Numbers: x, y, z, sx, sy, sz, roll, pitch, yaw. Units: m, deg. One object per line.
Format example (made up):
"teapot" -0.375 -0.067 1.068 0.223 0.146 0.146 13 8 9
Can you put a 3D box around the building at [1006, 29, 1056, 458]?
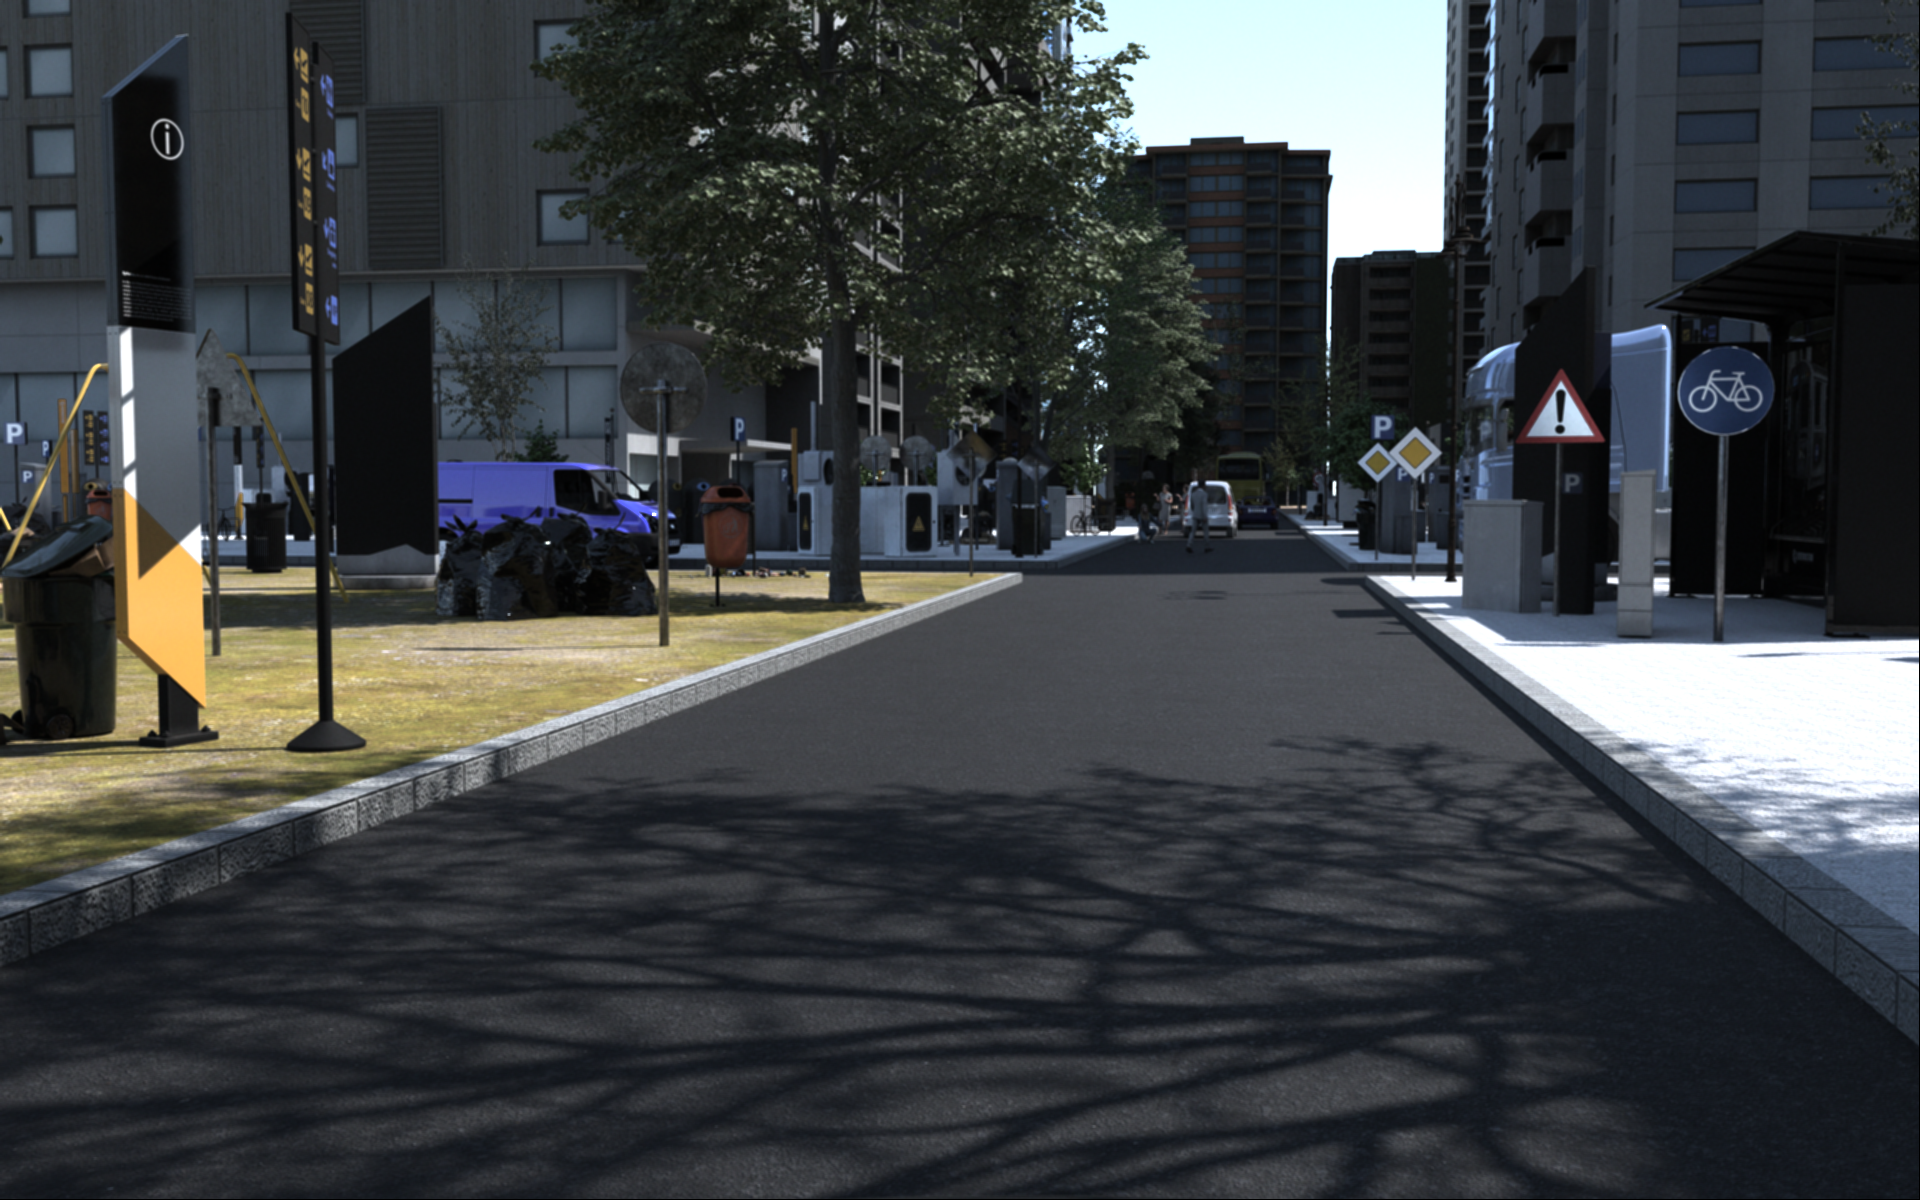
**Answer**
"building" 1.321 -31.546 165.883 14.200 45.320 14.600 1 4 10

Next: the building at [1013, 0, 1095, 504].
"building" 1.297 -55.407 218.574 31.000 86.520 22.319 1 4 10

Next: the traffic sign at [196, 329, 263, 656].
"traffic sign" -5.897 -0.835 13.664 0.884 2.594 0.081 1 4 14

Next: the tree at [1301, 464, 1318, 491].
"tree" 22.553 -7.036 109.641 1.663 3.219 1.824 0 3 0

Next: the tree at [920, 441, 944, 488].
"tree" -0.553 -4.115 61.879 1.663 3.219 1.824 0 3 0

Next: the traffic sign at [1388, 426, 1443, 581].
"traffic sign" 6.723 -1.345 25.635 0.795 2.450 0.064 1 4 10

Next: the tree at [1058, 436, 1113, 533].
"tree" 4.011 -3.848 57.510 1.663 3.219 1.824 0 3 0

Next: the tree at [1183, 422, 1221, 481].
"tree" 24.749 -13.752 175.204 4.360 8.622 3.978 0 3 0

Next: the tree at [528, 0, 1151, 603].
"tree" -1.773 -6.262 20.504 7.486 12.596 7.792 0 3 0

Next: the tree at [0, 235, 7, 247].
"tree" -5.061 -1.341 5.645 4.285 4.588 4.351 0 3 0

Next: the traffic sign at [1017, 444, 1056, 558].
"traffic sign" 1.523 -1.896 34.642 0.795 2.450 0.064 1 4 10

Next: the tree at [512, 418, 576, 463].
"tree" -10.544 -3.025 44.057 1.663 3.219 1.824 0 3 0

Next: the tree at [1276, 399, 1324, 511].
"tree" 26.395 -11.231 133.984 4.360 8.622 3.978 0 3 0

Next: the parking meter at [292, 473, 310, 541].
"parking meter" -18.007 -2.545 47.318 0.399 1.863 0.255 1 4 19

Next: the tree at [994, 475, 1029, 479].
"tree" 2.574 -5.424 83.289 1.663 3.219 1.824 0 3 0

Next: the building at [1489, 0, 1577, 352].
"building" 51.816 -32.325 117.755 28.713 52.752 27.495 1 4 10

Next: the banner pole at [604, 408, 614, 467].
"banner pole" -10.120 -3.676 50.113 0.401 3.779 0.863 0 4 8

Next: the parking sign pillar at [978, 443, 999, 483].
"parking sign pillar" 1.510 -6.151 89.047 1.447 3.967 1.447 -3 5 -41

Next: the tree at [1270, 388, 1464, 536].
"tree" 12.519 -4.240 53.034 4.285 4.588 4.351 0 3 0

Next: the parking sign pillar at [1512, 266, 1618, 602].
"parking sign pillar" 7.360 -2.003 21.217 1.447 3.967 1.447 -1 4 -20

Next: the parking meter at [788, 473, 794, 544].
"parking meter" -4.365 -2.290 43.154 0.399 1.863 0.255 -3 4 -37

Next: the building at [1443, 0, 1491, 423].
"building" 69.405 -47.033 207.246 20.611 71.187 20.563 1 4 10

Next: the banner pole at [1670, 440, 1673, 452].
"banner pole" 29.378 -4.948 70.922 0.863 3.779 0.401 3 5 45

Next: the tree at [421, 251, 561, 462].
"tree" -13.772 -6.189 51.552 4.360 8.622 3.978 0 3 0

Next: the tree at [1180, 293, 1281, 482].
"tree" 23.321 -18.832 163.789 12.611 20.169 13.585 0 3 0

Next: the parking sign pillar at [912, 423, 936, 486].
"parking sign pillar" -1.351 -4.786 66.716 1.447 3.967 1.447 2 4 28

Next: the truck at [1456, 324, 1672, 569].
"truck" 17.001 -2.314 27.595 18.799 4.110 2.967 1 4 9

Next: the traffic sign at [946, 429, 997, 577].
"traffic sign" 0.177 -1.415 26.771 0.795 2.450 0.064 1 4 10

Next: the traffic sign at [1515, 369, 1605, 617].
"traffic sign" 6.252 -1.106 18.089 0.884 2.594 0.081 1 4 17

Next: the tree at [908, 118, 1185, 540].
"tree" 2.296 -7.474 47.962 9.928 11.665 9.643 0 3 0

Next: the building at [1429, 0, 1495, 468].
"building" 53.594 -51.059 147.488 22.319 86.520 31.000 1 4 10

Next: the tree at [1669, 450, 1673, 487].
"tree" 27.800 -4.491 68.026 1.663 3.219 1.824 0 3 0

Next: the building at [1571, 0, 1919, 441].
"building" 42.803 -33.428 88.551 21.231 58.520 28.212 1 4 10

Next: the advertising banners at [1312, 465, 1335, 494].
"advertising banners" 21.740 -6.485 102.225 2.074 3.025 0.090 1 4 21

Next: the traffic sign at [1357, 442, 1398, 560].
"traffic sign" 8.069 -1.827 33.507 0.795 2.450 0.064 1 4 10

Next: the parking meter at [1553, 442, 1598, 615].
"parking meter" 6.568 -0.783 18.521 0.399 1.863 0.255 3 5 40

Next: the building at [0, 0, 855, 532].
"building" -19.791 -29.368 69.401 28.713 52.752 27.495 1 4 10

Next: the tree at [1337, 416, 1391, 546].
"tree" 10.246 -2.986 43.429 1.663 3.219 1.824 0 3 0

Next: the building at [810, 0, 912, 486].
"building" -16.371 -44.442 164.885 20.611 71.187 20.563 1 4 10

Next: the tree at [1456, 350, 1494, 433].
"tree" 26.615 -8.229 84.904 4.737 8.622 4.395 0 3 0

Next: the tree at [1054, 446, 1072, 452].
"tree" 6.581 -7.431 105.215 4.285 4.588 4.351 0 3 0

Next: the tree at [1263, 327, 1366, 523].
"tree" 16.119 -7.734 76.806 4.737 8.622 4.395 0 3 0

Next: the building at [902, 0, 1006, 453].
"building" -8.751 -30.563 123.408 21.300 48.544 21.600 1 4 10

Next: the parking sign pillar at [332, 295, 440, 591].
"parking sign pillar" -7.822 -2.149 23.612 1.447 3.967 1.447 -1 4 -9

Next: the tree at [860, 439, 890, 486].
"tree" -3.560 -4.085 61.394 1.663 3.219 1.824 0 3 0

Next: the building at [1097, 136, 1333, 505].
"building" 31.117 -34.290 215.272 28.867 44.769 22.147 1 4 10

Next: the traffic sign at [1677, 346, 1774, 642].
"traffic sign" 6.605 -0.911 15.008 0.768 2.556 0.104 1 4 17

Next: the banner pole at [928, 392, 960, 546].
"banner pole" -0.280 -3.220 42.662 0.401 3.779 0.863 3 5 44

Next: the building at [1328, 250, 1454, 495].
"building" 51.711 -26.685 207.998 14.107 30.474 14.160 1 4 10

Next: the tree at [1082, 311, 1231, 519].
"tree" 9.295 -9.401 88.111 7.601 10.594 8.767 3 4 36

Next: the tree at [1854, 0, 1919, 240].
"tree" 13.306 -4.383 22.028 4.360 8.622 3.978 0 3 0

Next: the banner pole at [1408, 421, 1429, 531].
"banner pole" 15.880 -4.270 59.838 0.863 3.779 0.401 1 4 8

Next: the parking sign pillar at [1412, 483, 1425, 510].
"parking sign pillar" 19.741 -5.330 75.612 1.447 3.967 1.447 -1 4 -20
